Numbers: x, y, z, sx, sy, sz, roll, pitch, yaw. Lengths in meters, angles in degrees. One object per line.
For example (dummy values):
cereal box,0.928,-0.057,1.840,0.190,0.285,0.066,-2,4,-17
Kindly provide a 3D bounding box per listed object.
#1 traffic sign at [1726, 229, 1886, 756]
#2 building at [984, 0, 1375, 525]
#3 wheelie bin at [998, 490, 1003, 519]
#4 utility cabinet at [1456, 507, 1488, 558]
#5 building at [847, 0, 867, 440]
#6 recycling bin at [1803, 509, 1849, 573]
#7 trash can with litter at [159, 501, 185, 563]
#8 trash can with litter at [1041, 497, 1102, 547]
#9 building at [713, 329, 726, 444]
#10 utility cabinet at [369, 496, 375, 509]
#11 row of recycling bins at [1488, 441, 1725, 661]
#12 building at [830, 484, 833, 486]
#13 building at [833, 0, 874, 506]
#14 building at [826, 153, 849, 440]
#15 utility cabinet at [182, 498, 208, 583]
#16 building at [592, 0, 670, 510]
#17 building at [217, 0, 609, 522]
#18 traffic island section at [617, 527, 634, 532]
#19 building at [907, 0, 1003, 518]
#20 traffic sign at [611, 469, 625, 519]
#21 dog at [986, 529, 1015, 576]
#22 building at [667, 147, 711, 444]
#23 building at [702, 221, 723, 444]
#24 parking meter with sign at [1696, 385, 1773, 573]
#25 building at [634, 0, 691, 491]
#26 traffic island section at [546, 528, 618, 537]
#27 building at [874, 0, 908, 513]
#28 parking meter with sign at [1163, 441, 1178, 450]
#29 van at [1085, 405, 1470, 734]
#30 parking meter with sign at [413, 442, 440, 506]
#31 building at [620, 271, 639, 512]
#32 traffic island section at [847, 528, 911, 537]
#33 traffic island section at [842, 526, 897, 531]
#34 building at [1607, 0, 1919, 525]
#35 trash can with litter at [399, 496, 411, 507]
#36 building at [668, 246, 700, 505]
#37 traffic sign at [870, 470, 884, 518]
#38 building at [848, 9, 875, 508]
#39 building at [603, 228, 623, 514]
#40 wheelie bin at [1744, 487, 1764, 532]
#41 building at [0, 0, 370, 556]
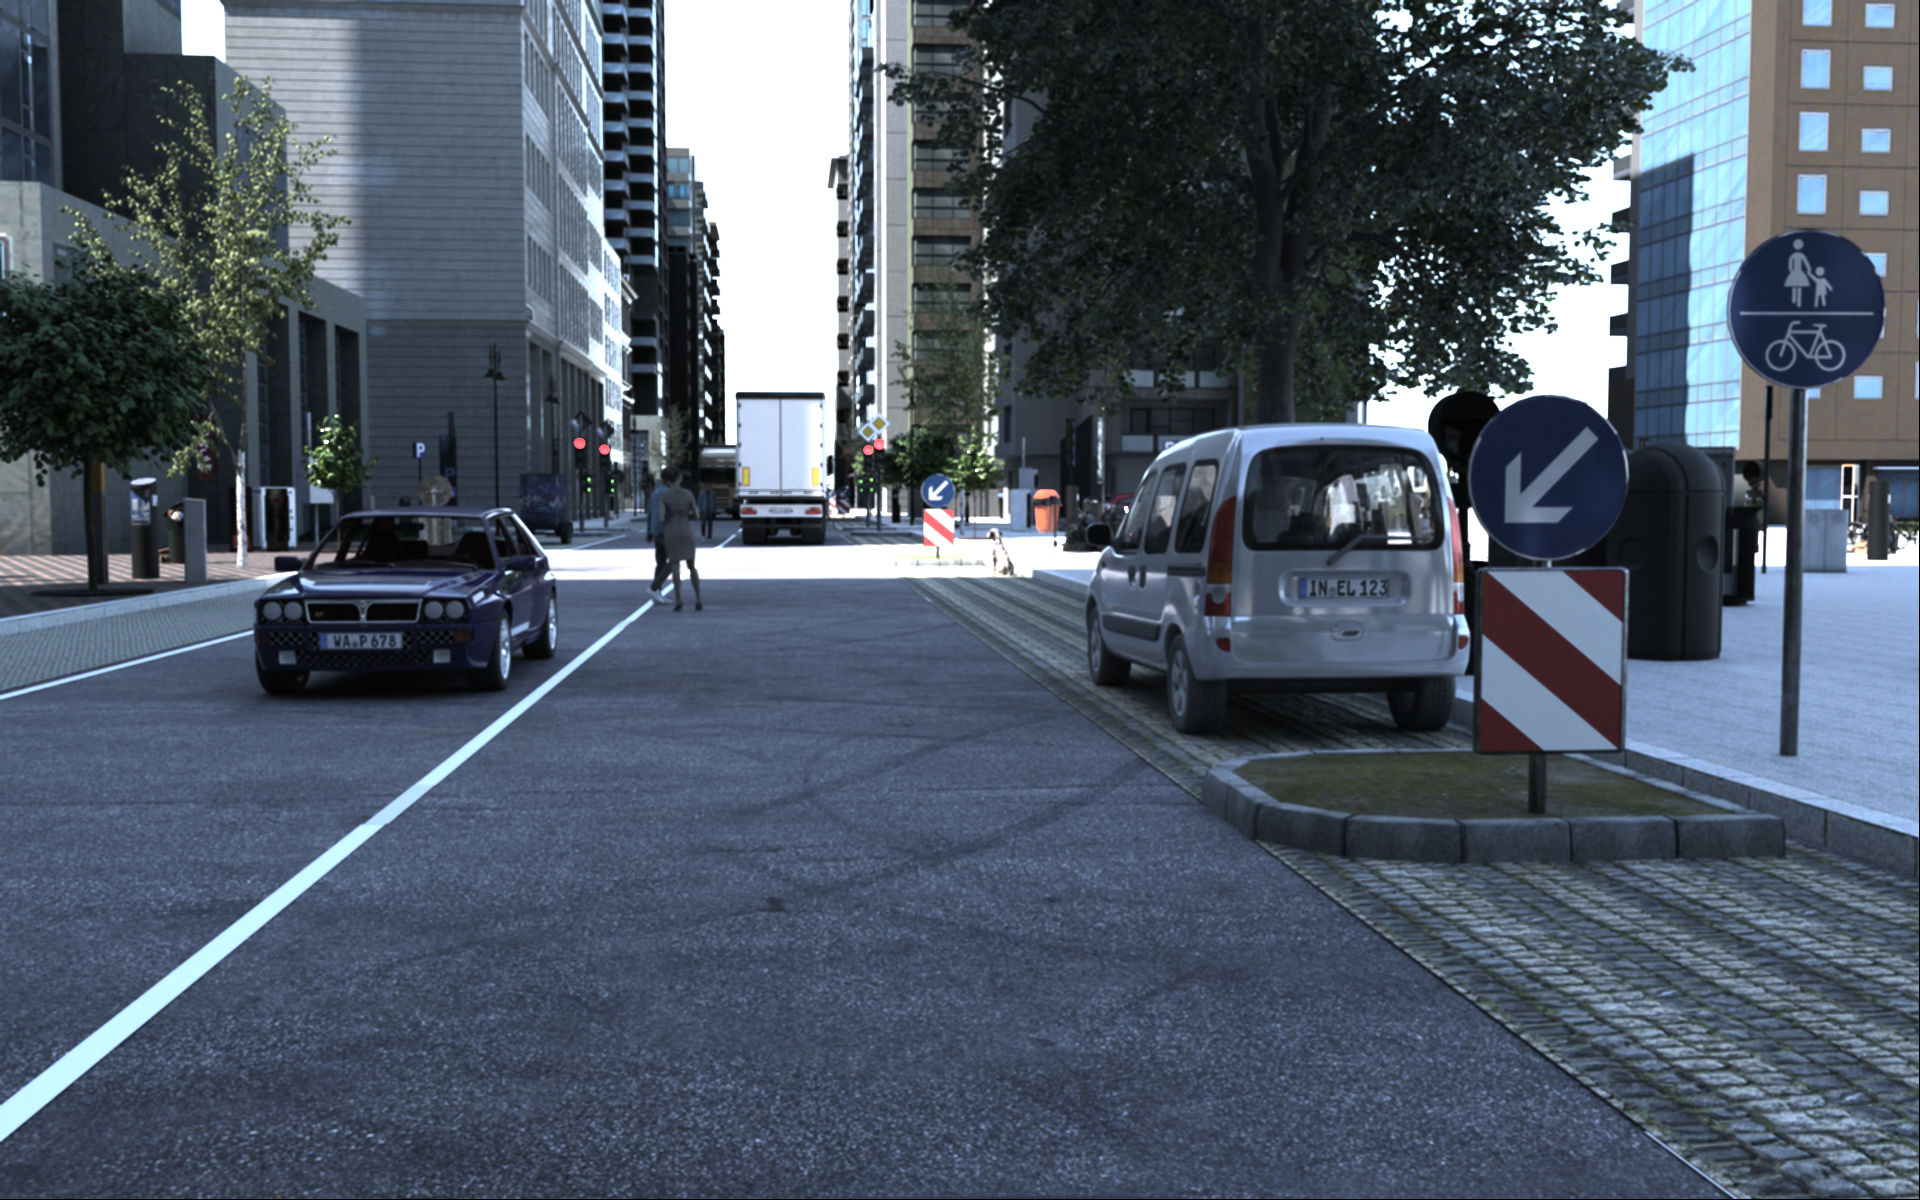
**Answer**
traffic sign,4.073,-0.509,8.435,0.768,2.556,0.104,0,4,-1
building,8.649,-23.831,73.226,14.086,41.232,14.154,0,4,-6
wheelie bin,2.302,-4.891,87.871,0.693,1.594,0.980,1,4,16
utility cabinet,10.403,-1.589,34.665,0.318,1.500,1.173,-1,4,-19
building,-7.066,-48.995,239.318,20.563,71.187,20.611,0,4,-6
recycling bin,14.186,-0.982,28.617,0.722,1.027,0.722,1,4,11
trash can with litter,-14.642,-1.269,32.136,1.055,1.170,0.624,2,4,26
trash can with litter,2.877,-1.934,42.682,2.233,1.210,1.678,-2,4,-27
building,-46.558,-31.743,290.705,14.160,30.474,14.107,0,4,-6
utility cabinet,-42.755,-7.032,126.137,0.306,1.237,1.020,-1,4,-19
row of recycling bins,5.460,-0.481,14.980,1.069,1.692,3.534,0,4,-2
building,-7.096,-36.611,290.475,32.217,40.220,23.993,0,4,-6
building,-3.336,-54.337,201.075,22.319,86.520,31.000,0,4,-6
building,-5.558,-41.296,264.421,28.713,52.752,27.495,0,4,-6
utility cabinet,-11.228,-0.874,25.454,0.306,1.237,1.020,-1,4,-22
building,-37.108,-51.430,153.549,22.319,86.520,31.000,0,4,-6
building,-23.515,-18.514,80.201,11.434,29.767,29.804,0,4,-6
traffic island section,-13.595,-2.702,66.461,2.009,0.180,2.903,0,4,-6
building,3.799,-20.086,100.110,14.160,30.474,14.107,0,4,-6
traffic sign,-17.542,-5.417,88.667,0.768,2.556,0.104,0,4,3
dog,0.703,-0.823,30.286,0.513,0.831,0.800,0,4,3
building,-45.959,-37.873,238.824,23.786,49.044,30.456,0,4,-6
building,-48.263,-37.545,268.479,22.147,44.769,28.867,0,4,-6
parking meter with sign,12.245,-1.956,28.248,1.738,3.016,0.543,1,4,23
building,-38.823,-45.350,179.732,20.563,71.187,20.611,0,4,-6
traffic island section,-12.794,-2.216,58.516,2.009,0.180,2.903,0,4,-6
building,4.126,-35.874,128.539,21.231,58.520,28.212,0,4,-6
parking meter with sign,7.412,-3.725,57.166,0.543,3.016,1.738,3,5,41
van,1.954,-0.289,11.739,2.013,2.044,4.112,0,4,-6
parking meter with sign,-17.350,-3.765,57.825,1.738,3.016,0.543,1,4,22
building,-28.604,-15.716,121.580,10.561,19.102,19.286,0,4,-6
traffic island section,-2.752,-2.278,59.519,2.009,0.180,2.903,0,4,-6
traffic island section,-3.553,-2.764,67.464,2.009,0.180,2.903,0,4,-6
building,39.334,-26.130,77.343,14.200,45.320,14.600,0,4,-6
trash can with litter,-17.333,-2.573,53.123,1.678,1.210,2.233,1,4,15
building,-37.364,-26.142,199.130,14.160,30.474,14.107,0,4,-6
traffic sign,-4.443,-5.671,92.823,0.768,2.556,0.104,0,4,2
building,1.027,-33.775,171.832,23.786,49.044,30.456,0,4,-6
building,-26.324,-15.221,103.613,10.420,20.320,16.860,0,4,-6
wheelie bin,27.321,-3.156,59.516,0.693,1.594,0.980,1,4,16
building,-33.922,-44.627,42.330,31.000,86.520,22.319,0,4,-6
